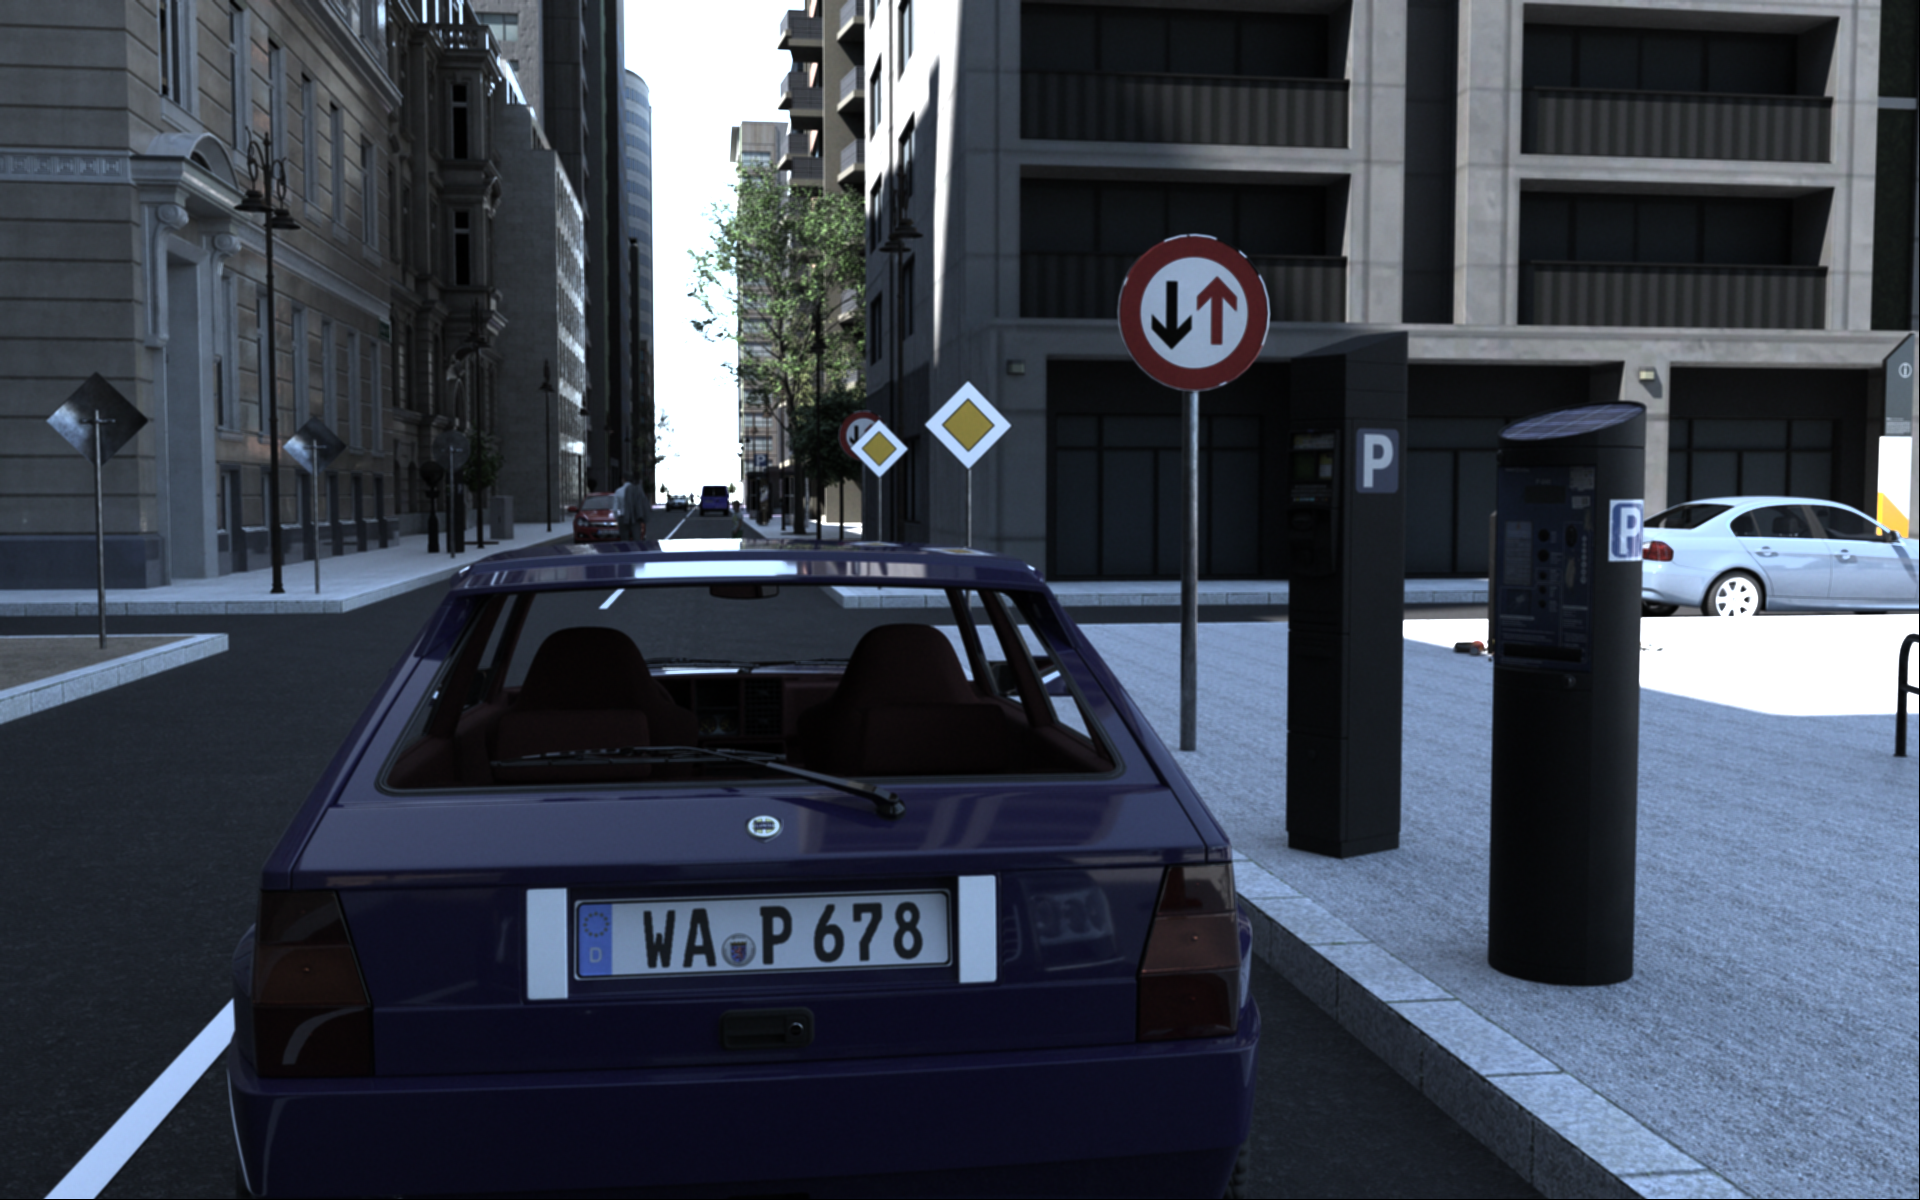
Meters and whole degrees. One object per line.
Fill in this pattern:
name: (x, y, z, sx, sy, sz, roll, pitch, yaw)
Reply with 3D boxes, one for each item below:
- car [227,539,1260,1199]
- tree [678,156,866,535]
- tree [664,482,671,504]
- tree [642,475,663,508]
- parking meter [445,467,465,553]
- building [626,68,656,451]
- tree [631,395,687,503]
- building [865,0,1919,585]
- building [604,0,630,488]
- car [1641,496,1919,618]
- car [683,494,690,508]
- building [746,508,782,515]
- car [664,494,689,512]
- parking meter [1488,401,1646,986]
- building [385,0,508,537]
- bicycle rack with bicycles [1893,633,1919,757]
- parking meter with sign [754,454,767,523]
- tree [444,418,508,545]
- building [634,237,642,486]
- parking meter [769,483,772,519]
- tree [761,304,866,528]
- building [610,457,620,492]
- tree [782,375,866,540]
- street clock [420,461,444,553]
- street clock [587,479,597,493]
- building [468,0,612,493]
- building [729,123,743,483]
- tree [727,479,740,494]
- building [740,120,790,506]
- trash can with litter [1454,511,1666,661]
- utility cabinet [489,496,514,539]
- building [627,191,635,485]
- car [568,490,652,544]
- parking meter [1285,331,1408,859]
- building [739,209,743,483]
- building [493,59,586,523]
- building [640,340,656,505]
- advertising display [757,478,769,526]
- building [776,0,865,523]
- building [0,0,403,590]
car: (-0.546, 0.498, 4.442, 1.945, 1.354, 3.894, 0, 4, -8)
tree: (-5.242, -7.874, 54.498, 9.928, 11.665, 9.643, 0, 3, 0)
tree: (-38.918, -14.204, 226.834, 1.663, 3.219, 1.824, 0, 3, 0)
tree: (-28.706, -10.034, 158.651, 1.663, 3.219, 1.824, 0, 3, 0)
parking meter: (-11.035, -1.964, 37.830, 0.255, 1.863, 0.399, 1, 4, 12)
building: (-52.567, -42.388, 235.040, 21.231, 58.520, 28.212, -1, 4, -8)
tree: (-29.585, -14.018, 163.600, 8.767, 10.594, 7.601, 0, 4, 5)
building: (9.138, -36.409, 33.543, 20.611, 71.187, 20.563, -1, 4, -8)
building: (-33.456, -29.721, 136.046, 14.600, 45.320, 14.200, -1, 4, -8)
car: (9.370, -0.454, 19.429, 4.499, 1.417, 2.014, -1, 4, -9)
car: (-29.980, -10.641, 185.785, 2.131, 1.459, 4.920, 0, 4, -7)
building: (-0.776, -27.267, 137.697, 32.217, 40.220, 23.993, -1, 4, -8)
car: (-23.346, -8.129, 142.700, 2.009, 1.686, 4.222, -1, 4, -9)
parking meter: (1.625, 0.230, 4.648, 0.372, 1.533, 0.369, 0, 3, 0)
building: (-22.961, -14.635, 58.364, 14.460, 24.649, 34.723, -1, 4, -8)
bicycle rack with bicycles: (5.474, 0.356, 7.562, 2.852, 0.926, 2.925, 1, 4, 11)
parking meter with sign: (-8.722, -4.883, 76.099, 0.543, 3.016, 1.738, 0, 4, -5)
tree: (-12.518, -3.045, 44.386, 1.663, 3.219, 1.824, 0, 3, 0)
building: (-41.749, -25.359, 186.320, 14.160, 30.474, 14.107, -1, 4, -8)
parking meter: (-9.855, -5.088, 88.899, 0.399, 1.863, 0.255, 0, 4, 0)
tree: (-5.569, -7.032, 65.330, 4.737, 8.622, 4.395, 0, 3, 0)
building: (-34.181, -41.550, 117.595, 20.563, 71.187, 20.611, -1, 4, -8)
tree: (-3.356, -3.913, 47.697, 4.285, 4.588, 4.351, 0, 3, 0)
street clock: (-11.527, -2.036, 37.867, 0.471, 2.002, 0.358, 0, 4, 3)
street clock: (-17.408, -4.730, 81.904, 0.471, 2.002, 0.358, 3, 4, 37)
building: (-28.281, -25.581, 101.849, 14.154, 41.232, 14.086, -1, 4, -8)
building: (-17.685, -40.013, 243.451, 28.713, 52.752, 27.495, -1, 4, -8)
tree: (-28.515, -13.546, 216.078, 1.663, 3.219, 1.824, 0, 3, 0)
building: (-17.369, -31.183, 193.441, 14.154, 41.232, 14.086, -1, 4, -8)
trash can with litter: (4.890, -0.178, 13.961, 2.233, 1.210, 1.678, -1, 4, -20)
utility cabinet: (-13.076, -2.337, 49.376, 0.306, 1.237, 1.020, -3, 4, -38)
building: (-36.151, -23.187, 150.801, 14.160, 30.474, 14.107, -1, 4, -8)
car: (-9.180, -2.230, 45.504, 2.155, 1.783, 4.494, -1, 4, -10)
parking meter: (1.381, -0.031, 6.213, 0.399, 1.863, 0.255, -3, 4, -36)
building: (-16.116, -34.285, 215.177, 22.147, 44.769, 28.867, -1, 4, -8)
building: (-24.203, -14.042, 84.331, 10.420, 20.320, 16.860, -1, 4, -8)
building: (-50.836, -22.136, 206.962, 27.650, 21.520, 28.899, -1, 4, -8)
advertising display: (-8.050, -4.007, 70.727, 0.123, 1.923, 0.974, 1, 4, 16)
building: (2.470, -26.247, 83.769, 22.147, 44.769, 28.867, -1, 4, -8)
building: (-18.540, -15.004, 31.225, 13.634, 28.700, 20.117, -1, 4, -8)
